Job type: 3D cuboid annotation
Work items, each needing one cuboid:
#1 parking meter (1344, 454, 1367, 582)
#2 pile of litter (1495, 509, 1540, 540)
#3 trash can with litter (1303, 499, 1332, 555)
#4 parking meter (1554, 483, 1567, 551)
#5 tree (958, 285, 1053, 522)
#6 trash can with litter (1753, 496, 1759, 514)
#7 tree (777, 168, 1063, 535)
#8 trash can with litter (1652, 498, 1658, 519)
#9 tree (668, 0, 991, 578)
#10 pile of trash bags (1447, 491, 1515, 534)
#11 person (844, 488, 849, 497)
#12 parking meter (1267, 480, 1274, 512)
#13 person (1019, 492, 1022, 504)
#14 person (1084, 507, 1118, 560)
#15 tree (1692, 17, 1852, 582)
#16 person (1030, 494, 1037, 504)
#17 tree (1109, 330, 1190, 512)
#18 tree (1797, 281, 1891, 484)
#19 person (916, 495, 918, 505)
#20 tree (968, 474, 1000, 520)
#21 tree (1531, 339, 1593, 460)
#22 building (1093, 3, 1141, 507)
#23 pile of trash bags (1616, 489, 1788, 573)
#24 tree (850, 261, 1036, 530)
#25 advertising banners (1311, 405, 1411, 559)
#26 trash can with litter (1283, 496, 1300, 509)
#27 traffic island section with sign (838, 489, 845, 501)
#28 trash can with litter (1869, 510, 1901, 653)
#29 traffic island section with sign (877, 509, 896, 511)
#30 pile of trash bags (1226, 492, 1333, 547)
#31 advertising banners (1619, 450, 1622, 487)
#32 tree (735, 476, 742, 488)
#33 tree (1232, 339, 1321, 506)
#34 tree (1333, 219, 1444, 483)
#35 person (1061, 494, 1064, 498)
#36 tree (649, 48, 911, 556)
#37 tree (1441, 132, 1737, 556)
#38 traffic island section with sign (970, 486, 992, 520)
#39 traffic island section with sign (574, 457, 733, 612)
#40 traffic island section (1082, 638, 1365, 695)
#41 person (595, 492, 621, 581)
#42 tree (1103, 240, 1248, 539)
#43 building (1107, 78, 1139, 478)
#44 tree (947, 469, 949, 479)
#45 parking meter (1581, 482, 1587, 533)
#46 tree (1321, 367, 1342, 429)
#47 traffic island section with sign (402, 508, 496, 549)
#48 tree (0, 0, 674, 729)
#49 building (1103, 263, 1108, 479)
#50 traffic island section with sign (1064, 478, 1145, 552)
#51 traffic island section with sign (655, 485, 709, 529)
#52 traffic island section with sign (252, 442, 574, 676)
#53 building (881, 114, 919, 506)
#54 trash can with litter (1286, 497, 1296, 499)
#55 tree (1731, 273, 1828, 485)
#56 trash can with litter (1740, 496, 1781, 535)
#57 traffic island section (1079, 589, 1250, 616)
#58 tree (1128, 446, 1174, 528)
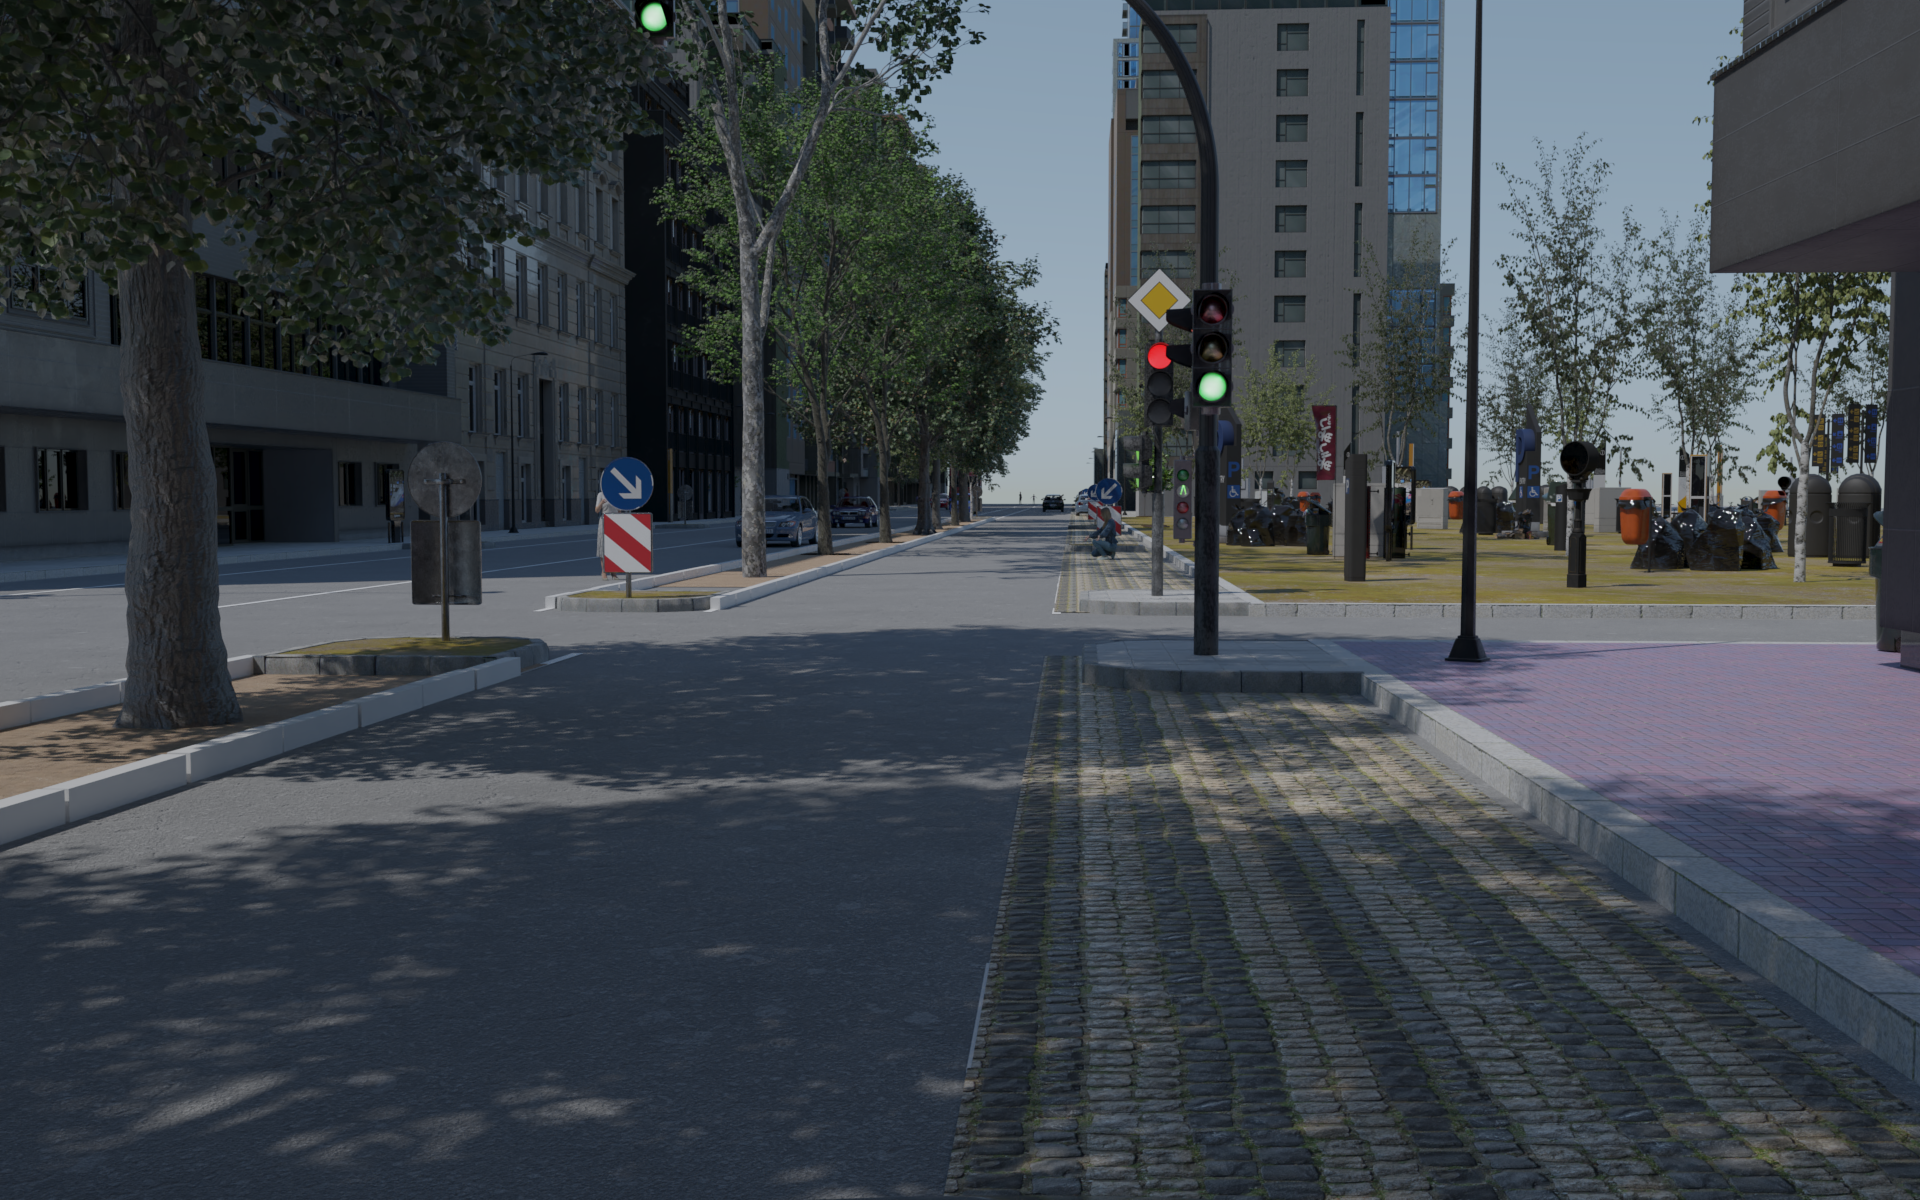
[{"bbox_3d":[5.818,-1.209,25.473,0.255,1.863,0.399,0,4,0],"label":"parking meter"},{"bbox_3d":[15.964,-2.182,49.633,1.176,0.858,1.719,0,4,6],"label":"pile of litter"},{"bbox_3d":[7.783,-1.537,36.514,1.055,1.170,0.624,0,4,3],"label":"trash can with litter"},{"bbox_3d":[13.667,-1.885,39.229,0.372,1.533,0.369,0,3,0],"label":"parking meter"},{"bbox_3d":[0.218,-10.926,87.751,9.857,13.997,8.962,0,3,0],"label":"tree"},{"bbox_3d":[40.864,-4.776,89.473,0.624,1.170,1.055,-3,4,-39],"label":"trash can with litter"},{"bbox_3d":[-1.243,-8.595,59.989,9.611,12.733,9.660,0,3,0],"label":"tree"},{"bbox_3d":[35.549,-4.752,89.090,1.055,1.170,0.624,-3,4,-39],"label":"trash can with litter"},{"bbox_3d":[-2.366,-10.385,28.144,12.611,20.169,13.585,0,3,0],"label":"tree"},{"bbox_3d":[17.245,-2.886,56.933,3.447,1.369,1.912,-3,4,-36],"label":"pile of trash bags"},{"bbox_3d":[-7.346,-6.295,111.362,0.705,1.831,1.348,-2,4,-24],"label":"person"},{"bbox_3d":[13.152,-4.139,73.379,0.255,1.863,0.399,1,4,18],"label":"parking meter"},{"bbox_3d":[8.552,-14.256,242.108,0.617,1.759,0.750,-2,4,-34],"label":"person"},{"bbox_3d":[3.062,-1.434,37.439,0.738,1.151,1.012,0,4,2],"label":"person"},{"bbox_3d":[12.474,-4.568,25.043,4.737,8.622,4.395,0,3,0],"label":"tree"},{"bbox_3d":[10.287,-14.046,241.374,0.991,1.433,0.599,0,4,4],"label":"person"},{"bbox_3d":[8.831,-7.754,77.148,4.737,8.622,4.395,0,3,0],"label":"tree"},{"bbox_3d":[30.039,-6.536,57.222,4.360,8.622,3.978,0,3,0],"label":"tree"},{"bbox_3d":[-3.201,-7.533,134.893,0.421,1.427,0.697,-1,4,-9],"label":"person"},{"bbox_3d":[0.647,-8.729,95.544,4.360,8.622,3.978,0,3,0],"label":"tree"},{"bbox_3d":[28.202,-7.893,79.417,4.737,8.622,4.395,0,3,0],"label":"tree"},{"bbox_3d":[29.858,-56.576,237.695,22.319,86.520,31.000,0,4,4],"label":"building"},{"bbox_3d":[12.229,-1.196,29.301,3.447,1.369,1.912,-3,4,-38],"label":"pile of trash bags"},{"bbox_3d":[-0.860,-9.054,68.619,7.486,12.596,7.792,0,3,0],"label":"tree"},{"bbox_3d":[7.909,-2.325,34.199,2.074,3.025,0.090,-1,4,-9],"label":"advertising banners"},{"bbox_3d":[9.695,-2.539,52.564,2.233,1.210,1.678,2,4,25],"label":"trash can with litter"},{"bbox_3d":[-8.299,-6.985,122.830,1.989,1.847,2.006,0,4,4],"label":"traffic island section with sign"},{"bbox_3d":[7.830,-0.151,13.863,0.624,1.170,1.055,-1,4,-17],"label":"trash can with litter"},{"bbox_3d":[-6.529,-8.630,149.727,1.989,1.847,2.006,0,4,4],"label":"traffic island section with sign"},{"bbox_3d":[8.382,-2.028,42.906,3.447,1.369,1.912,0,4,-1],"label":"pile of trash bags"},{"bbox_3d":[26.099,-4.401,68.145,0.090,3.025,2.074,2,4,31],"label":"advertising banners"},{"bbox_3d":[-13.149,-6.223,96.347,1.663,3.219,1.824,0,3,0],"label":"tree"},{"bbox_3d":[14.442,-8.113,83.013,4.737,8.622,4.395,0,3,0],"label":"tree"},{"bbox_3d":[12.106,-5.938,47.451,4.360,8.622,3.978,0,3,0],"label":"tree"},{"bbox_3d":[13.923,-13.830,237.805,0.799,1.438,0.628,0,4,-1],"label":"person"},{"bbox_3d":[-3.250,-6.852,40.250,9.928,11.665,9.643,0,3,0],"label":"tree"},{"bbox_3d":[12.670,-5.199,35.373,4.360,8.622,3.978,0,3,0],"label":"tree"},{"bbox_3d":[0.898,-5.429,96.904,2.006,1.907,1.989,0,4,4],"label":"traffic island section with sign"},{"bbox_3d":[-4.046,-0.843,21.927,2.006,1.907,1.989,0,4,4],"label":"traffic island section with sign"},{"bbox_3d":[1.982,0.515,13.868,2.009,0.180,2.903,0,4,4],"label":"traffic island section"},{"bbox_3d":[-5.798,-1.203,28.737,0.480,1.755,0.524,-2,4,-35],"label":"person"},{"bbox_3d":[6.372,-6.056,49.376,4.360,8.622,3.978,0,3,0],"label":"tree"},{"bbox_3d":[23.660,-32.872,187.560,14.600,45.320,14.200,0,4,4],"label":"building"},{"bbox_3d":[-2.267,-18.805,257.818,4.737,8.622,4.395,0,3,0],"label":"tree"},{"bbox_3d":[19.354,-2.963,54.153,0.399,1.863,0.255,3,5,42],"label":"parking meter"},{"bbox_3d":[17.251,-8.482,89.037,4.737,8.622,4.395,0,3,0],"label":"tree"},{"bbox_3d":[-13.390,-2.267,45.699,1.989,1.847,2.006,0,4,4],"label":"traffic island section with sign"},{"bbox_3d":[-4.839,-6.187,10.268,9.857,13.997,8.962,0,3,0],"label":"tree"},{"bbox_3d":[24.956,-27.199,216.410,14.160,30.474,14.107,0,4,4],"label":"building"},{"bbox_3d":[3.619,-2.136,43.552,1.989,1.847,2.006,0,4,4],"label":"traffic island section with sign"},{"bbox_3d":[-11.608,-3.921,72.738,1.989,1.847,2.006,0,4,4],"label":"traffic island section with sign"},{"bbox_3d":[-4.544,-0.391,14.537,2.006,1.907,1.989,0,4,4],"label":"traffic island section with sign"},{"bbox_3d":[-16.459,-33.155,196.708,22.147,44.769,28.867,0,4,4],"label":"building"},{"bbox_3d":[15.080,-4.130,78.919,0.624,1.170,1.055,1,4,21],"label":"trash can with litter"},{"bbox_3d":[18.821,-5.737,44.160,4.360,8.622,3.978,0,3,0],"label":"tree"},{"bbox_3d":[24.709,-2.674,54.784,1.678,1.210,2.233,-1,4,-14],"label":"trash can with litter"},{"bbox_3d":[2.508,0.027,21.836,2.009,0.180,2.903,0,4,4],"label":"traffic island section"},{"bbox_3d":[7.615,-4.557,69.102,1.663,3.219,1.824,0,3,0],"label":"tree"}]
